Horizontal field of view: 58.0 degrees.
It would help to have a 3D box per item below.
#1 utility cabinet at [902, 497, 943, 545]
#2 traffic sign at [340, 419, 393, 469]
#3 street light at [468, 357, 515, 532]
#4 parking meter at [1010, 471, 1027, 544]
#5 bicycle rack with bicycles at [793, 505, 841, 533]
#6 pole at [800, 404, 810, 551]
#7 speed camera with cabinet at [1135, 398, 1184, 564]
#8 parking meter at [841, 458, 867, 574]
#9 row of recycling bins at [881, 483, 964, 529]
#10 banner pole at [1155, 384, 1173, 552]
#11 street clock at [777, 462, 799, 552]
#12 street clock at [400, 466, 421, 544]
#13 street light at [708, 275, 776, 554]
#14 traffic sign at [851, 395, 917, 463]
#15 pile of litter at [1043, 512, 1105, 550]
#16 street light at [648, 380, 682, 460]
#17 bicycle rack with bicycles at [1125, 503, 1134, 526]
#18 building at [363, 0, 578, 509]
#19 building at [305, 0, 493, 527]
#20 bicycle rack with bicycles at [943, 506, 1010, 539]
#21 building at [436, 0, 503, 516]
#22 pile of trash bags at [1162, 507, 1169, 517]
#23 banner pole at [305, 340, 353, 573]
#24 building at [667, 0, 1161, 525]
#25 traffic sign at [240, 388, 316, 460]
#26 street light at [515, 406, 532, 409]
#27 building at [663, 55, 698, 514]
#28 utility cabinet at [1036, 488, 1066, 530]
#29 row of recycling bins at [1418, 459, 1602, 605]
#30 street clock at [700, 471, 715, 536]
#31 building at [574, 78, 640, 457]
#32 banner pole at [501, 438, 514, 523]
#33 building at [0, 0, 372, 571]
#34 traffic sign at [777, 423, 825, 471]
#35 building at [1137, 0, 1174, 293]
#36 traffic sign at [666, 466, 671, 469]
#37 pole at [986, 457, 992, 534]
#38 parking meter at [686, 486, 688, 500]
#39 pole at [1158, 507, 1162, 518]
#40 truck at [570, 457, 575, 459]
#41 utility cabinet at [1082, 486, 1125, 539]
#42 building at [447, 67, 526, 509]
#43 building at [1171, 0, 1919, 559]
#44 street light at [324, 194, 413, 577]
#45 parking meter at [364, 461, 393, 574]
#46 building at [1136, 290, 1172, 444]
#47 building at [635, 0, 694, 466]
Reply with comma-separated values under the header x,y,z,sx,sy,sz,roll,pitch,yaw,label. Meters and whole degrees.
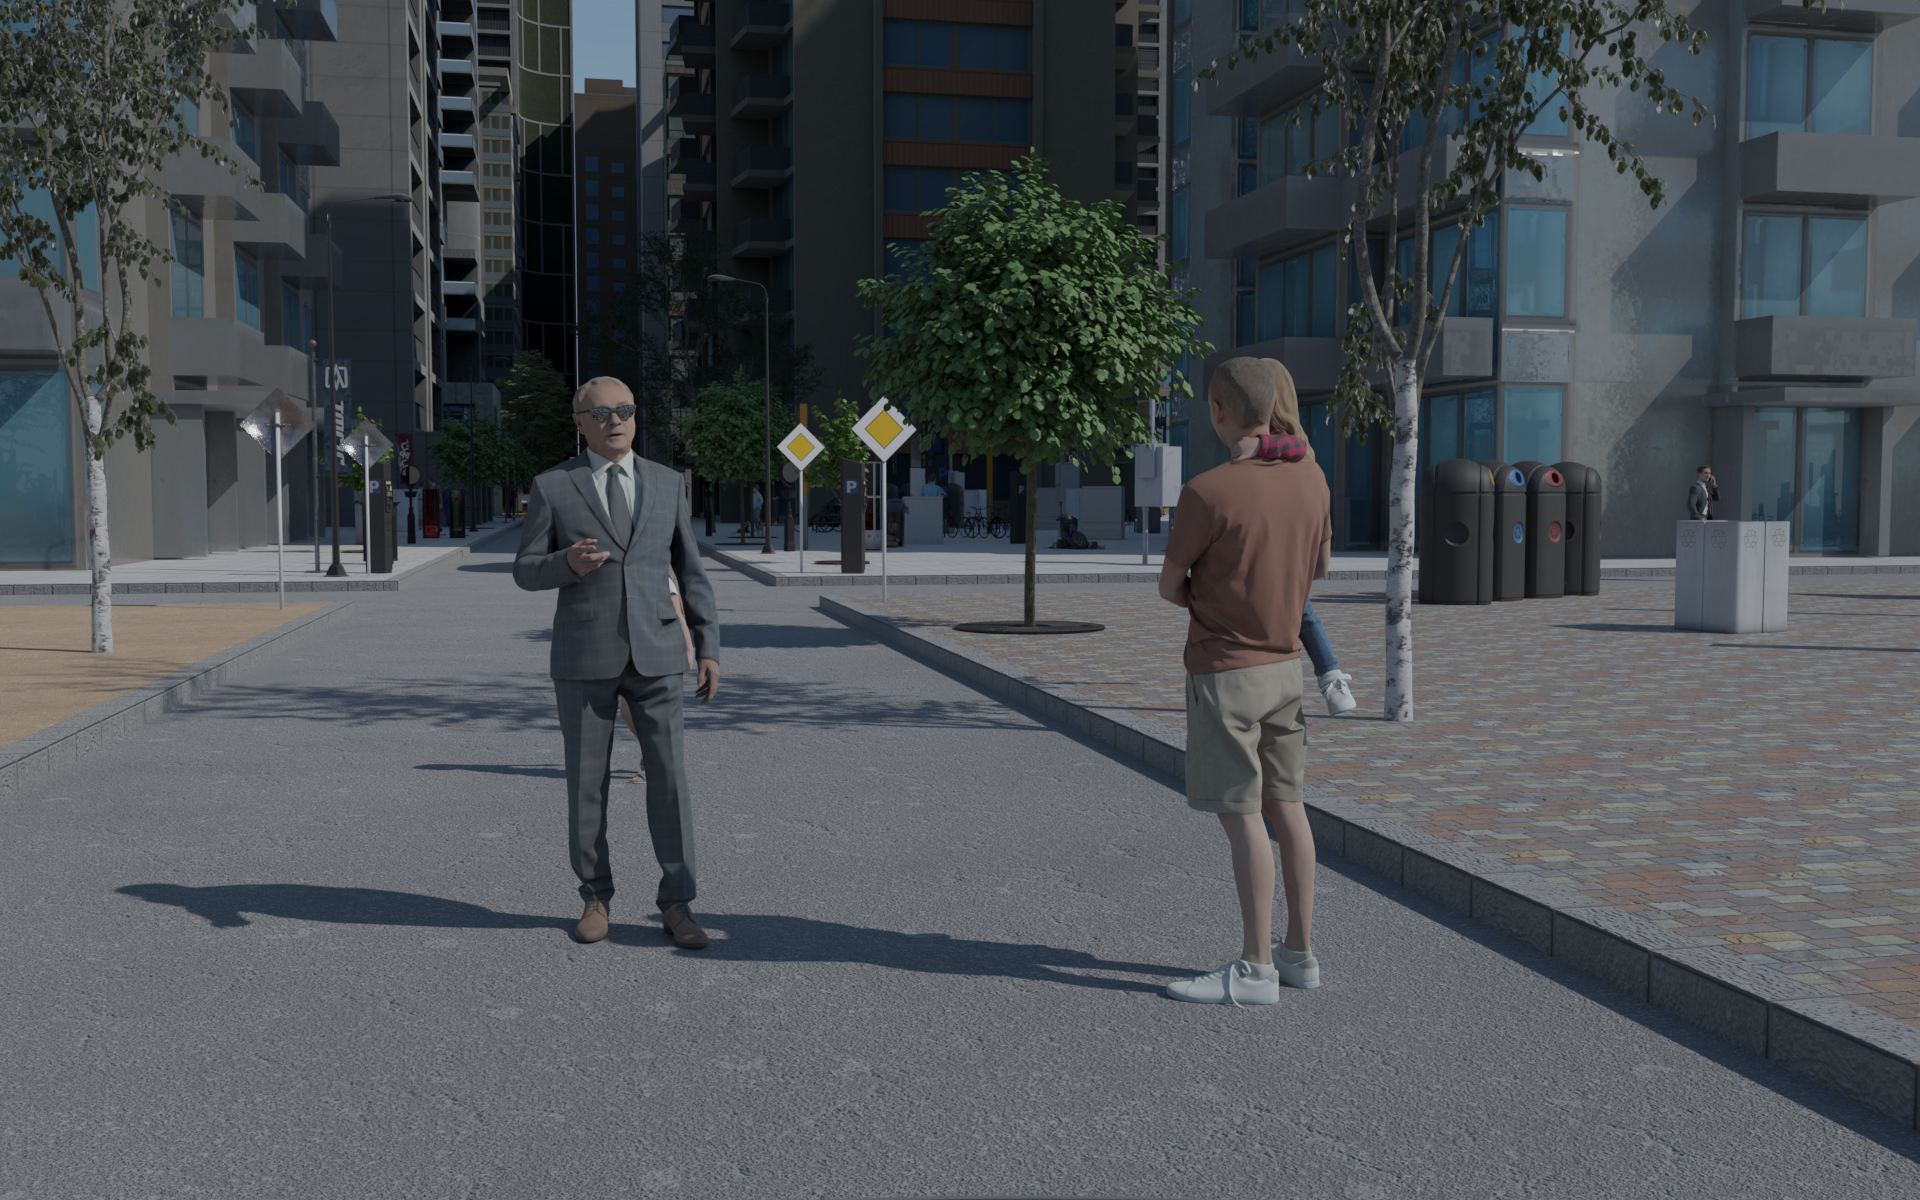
x,y,z,sx,sy,sz,roll,pitch,yaw,label
-0.962,-2.023,44.241,1.020,1.237,0.306,-1,4,-11,utility cabinet
-9.221,-1.512,26.906,0.795,2.593,0.064,-1,4,-12,traffic sign
-15.997,-5.274,58.773,1.470,5.913,1.316,-1,4,-12,street light
1.502,-2.381,44.644,0.399,1.863,0.255,-3,5,-41,parking meter
-4.147,-2.721,57.866,2.925,0.926,2.852,0,4,-8,bicycle rack with bicycles
-3.539,-2.780,39.292,0.158,3.312,0.155,0,3,0,pole
4.115,-2.262,31.314,0.660,3.252,2.038,-3,5,-43,speed camera with cabinet
-1.709,-1.359,27.927,0.399,1.863,0.255,1,4,9,parking meter
-1.443,-3.496,64.271,3.534,1.692,1.069,-2,4,-28,row of recycling bins
4.584,-2.988,38.871,0.401,3.779,0.863,-2,4,-31,banner pole
-3.810,-2.083,38.622,0.471,2.002,0.358,-3,4,-37,street clock
-14.152,-2.451,44.637,0.471,2.002,0.358,-2,4,-28,street clock
-4.658,-3.941,36.981,1.470,5.913,1.316,-1,4,-12,street light
-0.878,-1.121,20.525,0.795,2.593,0.064,-1,4,-12,traffic sign
2.696,-1.633,40.663,1.176,0.858,1.719,-2,4,-28,pile of litter
-11.705,-5.917,69.290,1.470,5.913,1.316,-1,4,-12,street light
6.242,-3.518,70.900,2.852,0.926,2.925,-2,4,-28,bicycle rack with bicycles
-52.799,-45.971,189.873,20.611,71.187,20.563,-1,4,-12,building
-31.301,-38.883,73.982,20.563,71.187,20.611,-1,4,-12,building
0.695,-2.290,50.828,2.852,0.926,2.925,-2,4,-28,bicycle rack with bicycles
-41.273,-48.817,110.832,22.319,86.520,31.000,-1,4,-12,building
12.843,-5.372,97.583,3.447,1.369,1.912,2,4,33,pile of trash bags
-10.259,-2.332,28.153,0.863,3.779,0.401,0,4,4,banner pole
-2.985,-26.356,85.539,22.147,44.769,28.867,-1,4,-12,building
-7.521,-1.034,19.104,0.795,2.593,0.064,-1,4,-12,traffic sign
-23.281,-7.278,91.541,1.470,5.913,1.316,-1,4,-12,street light
-13.014,-21.159,117.649,14.160,30.474,14.107,-1,4,-12,building
3.260,-3.253,61.873,1.173,1.500,0.318,0,4,-8,utility cabinet
6.740,-0.864,21.232,3.534,1.692,1.069,-3,5,-44,row of recycling bins
-7.623,-2.932,52.511,0.471,2.002,0.358,0,4,-2,street clock
-35.025,-33.091,191.148,14.200,45.320,14.600,-1,4,-12,building
-20.175,-5.324,77.063,0.401,3.779,0.863,0,4,-1,banner pole
-26.685,-25.587,37.949,23.786,49.044,30.456,-1,4,-12,building
-2.578,-1.599,28.328,0.795,2.593,0.064,-1,4,-12,traffic sign
25.218,-47.037,207.299,20.611,71.187,20.563,-1,4,-12,building
-13.255,-4.750,77.762,0.768,2.556,0.104,-1,4,-11,traffic sign
0.952,-3.798,55.940,0.158,3.312,0.155,0,3,0,pole
-16.182,-5.861,101.540,0.399,1.863,0.255,-2,4,-29,parking meter
10.941,-6.161,94.577,0.158,3.312,0.155,0,3,0,pole
-18.970,-5.751,89.955,3.469,3.379,9.791,-1,4,-14,truck
4.053,-2.459,48.880,1.173,1.500,0.318,2,4,24,utility cabinet
-51.209,-28.255,153.853,23.993,40.220,32.217,-1,4,-12,building
20.960,-25.985,44.460,30.456,49.044,23.786,-1,4,-12,building
-9.156,-3.321,26.833,1.470,5.913,1.316,-1,4,-12,street light
-9.384,-1.361,27.970,0.399,1.863,0.255,0,4,7,parking meter
29.006,-20.162,174.692,28.899,21.520,27.650,-1,4,-12,building
-19.457,-37.891,161.516,21.231,58.520,28.212,-1,4,-12,building
